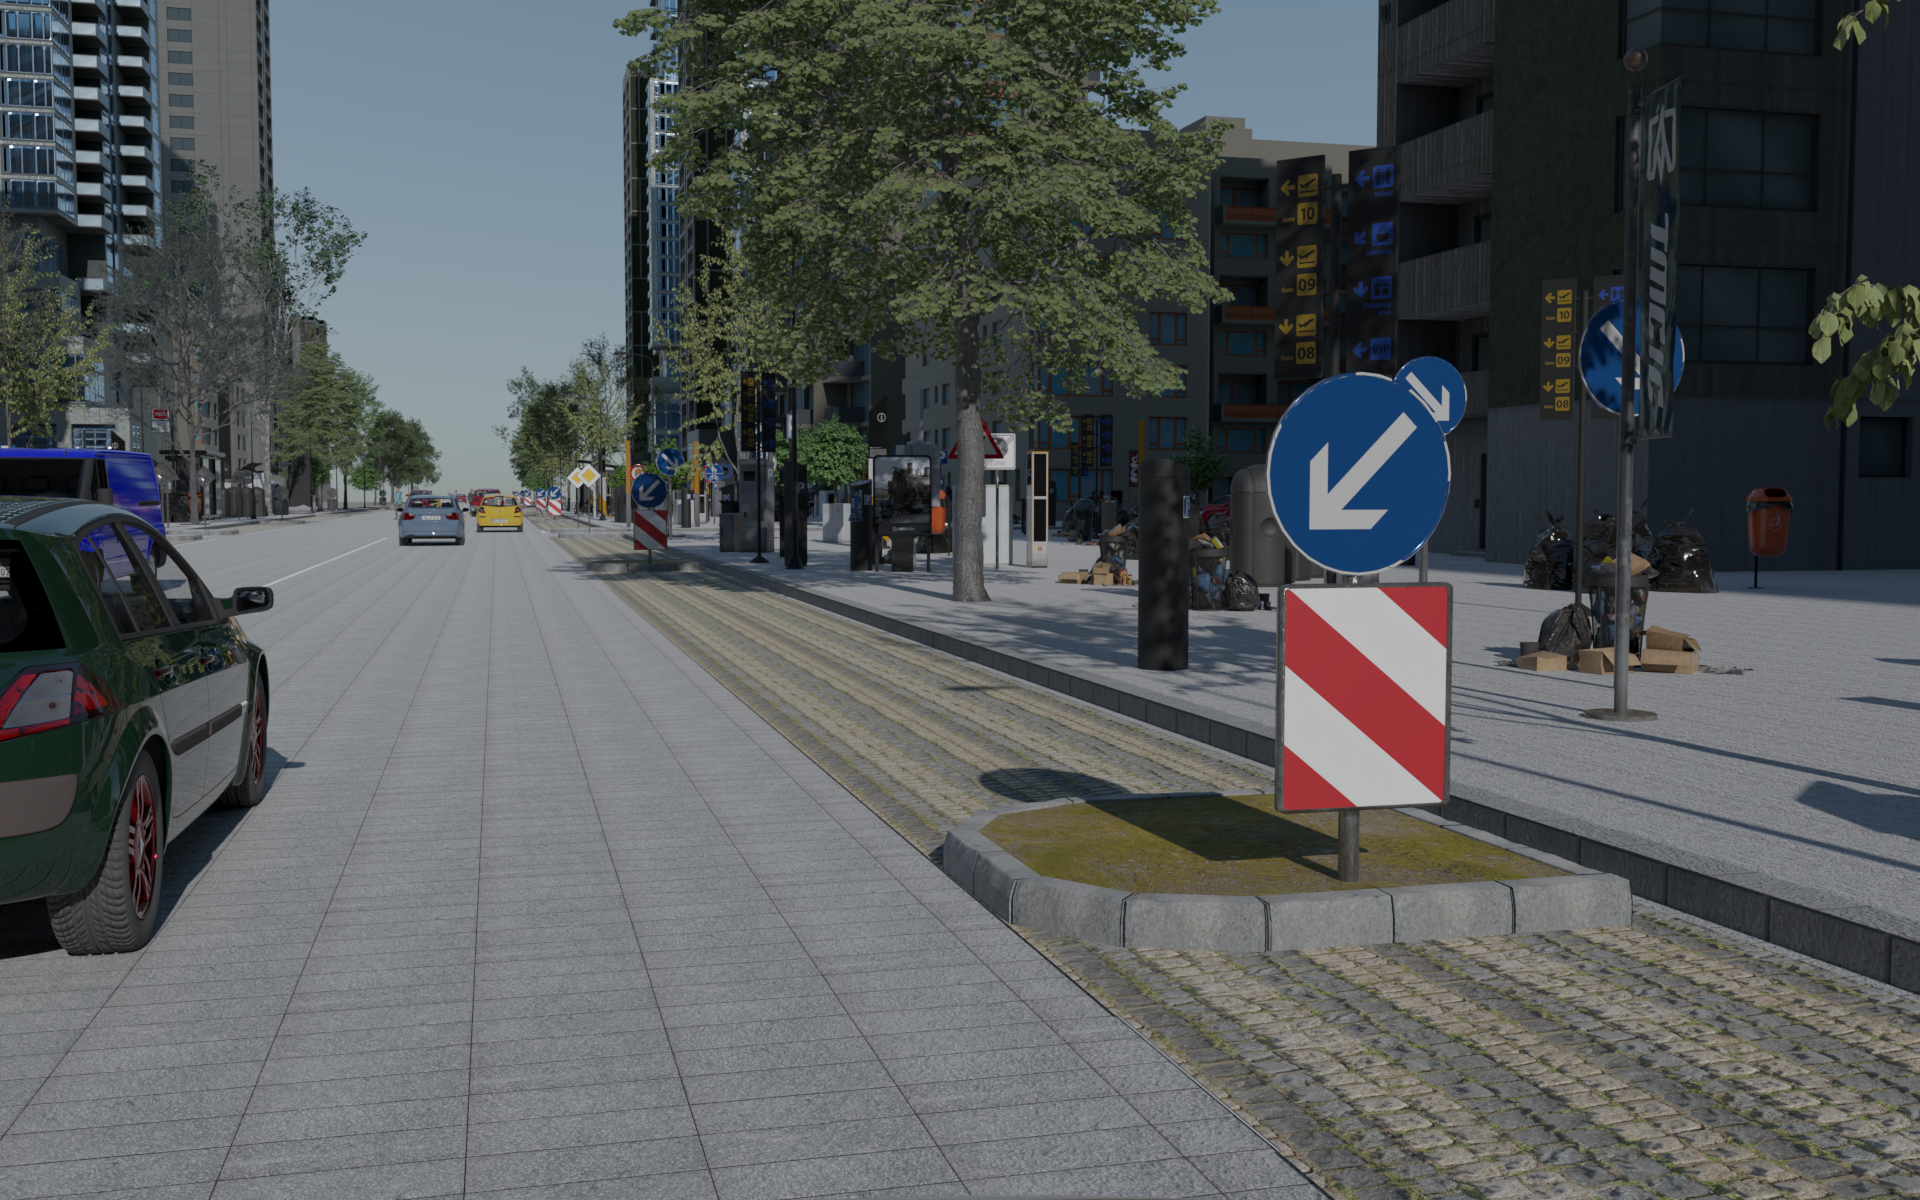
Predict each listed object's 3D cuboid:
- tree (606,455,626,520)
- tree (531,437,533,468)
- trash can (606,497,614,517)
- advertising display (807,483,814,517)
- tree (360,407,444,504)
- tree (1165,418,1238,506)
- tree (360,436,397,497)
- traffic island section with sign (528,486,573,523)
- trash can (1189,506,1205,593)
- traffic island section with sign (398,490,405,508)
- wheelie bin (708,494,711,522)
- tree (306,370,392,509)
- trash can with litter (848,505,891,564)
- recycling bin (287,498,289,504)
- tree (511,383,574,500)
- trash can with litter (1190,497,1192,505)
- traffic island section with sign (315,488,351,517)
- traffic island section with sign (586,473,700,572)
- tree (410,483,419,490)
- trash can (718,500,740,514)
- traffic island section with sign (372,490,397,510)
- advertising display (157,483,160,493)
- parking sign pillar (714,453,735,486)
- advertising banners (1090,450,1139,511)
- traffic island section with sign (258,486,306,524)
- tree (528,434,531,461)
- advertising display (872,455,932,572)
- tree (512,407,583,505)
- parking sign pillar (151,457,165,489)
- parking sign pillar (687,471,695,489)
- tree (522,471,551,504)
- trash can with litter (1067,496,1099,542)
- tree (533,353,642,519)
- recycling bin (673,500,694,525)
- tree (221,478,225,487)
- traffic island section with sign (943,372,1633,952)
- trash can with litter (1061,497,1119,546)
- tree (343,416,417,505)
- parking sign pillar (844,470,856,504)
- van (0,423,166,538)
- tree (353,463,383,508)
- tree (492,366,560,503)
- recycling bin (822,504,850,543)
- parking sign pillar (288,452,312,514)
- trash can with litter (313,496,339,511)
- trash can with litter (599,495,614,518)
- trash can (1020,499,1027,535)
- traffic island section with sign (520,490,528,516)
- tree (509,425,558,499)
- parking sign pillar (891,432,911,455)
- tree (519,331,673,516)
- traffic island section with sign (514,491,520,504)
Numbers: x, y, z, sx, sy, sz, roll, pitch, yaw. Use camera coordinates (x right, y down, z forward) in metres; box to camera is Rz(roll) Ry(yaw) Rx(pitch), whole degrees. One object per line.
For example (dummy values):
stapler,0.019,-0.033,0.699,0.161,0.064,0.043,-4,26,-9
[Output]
tree,-16.849,-5.603,86.212,1.663,3.219,1.824,0,3,0
tree,-32.973,-11.937,145.536,4.737,8.622,4.395,0,3,0
trash can,-19.393,-5.192,96.547,0.748,1.137,0.748,0,3,0
advertising display,-8.465,-5.485,94.890,0.974,1.923,0.123,-1,4,-12
tree,-74.609,-19.005,227.734,9.611,12.733,9.660,0,3,0
tree,5.952,-3.028,44.112,1.663,3.219,1.824,0,3,0
tree,-67.756,-15.367,201.620,4.360,8.622,3.978,0,3,0
traffic island section with sign,-20.167,-4.705,85.562,1.989,1.847,2.006,-1,4,-15
trash can,2.618,-0.584,21.207,0.748,1.137,0.748,0,3,0
traffic island section with sign,-59.539,-10.725,183.988,1.989,1.847,2.006,-1,4,-15
wheelie bin,-11.813,-4.382,79.558,0.693,1.594,0.980,0,4,-1
tree,-51.312,-13.385,144.603,9.928,11.665,9.643,0,3,0
trash can with litter,-1.478,-1.250,31.819,1.055,1.170,0.624,-2,4,-34
recycling bin,-43.042,-6.089,112.107,0.722,1.027,0.722,-3,5,-43
tree,-42.128,-15.854,177.337,7.486,12.596,7.792,0,3,0
trash can with litter,9.614,-3.799,73.495,0.624,1.170,1.055,-2,4,-25
traffic island section with sign,-39.610,-6.166,109.440,1.989,1.847,2.006,-1,4,-15
traffic island section with sign,-6.024,-1.471,32.674,1.989,1.847,2.006,-1,4,-15
tree,-88.660,-20.210,280.802,4.737,8.622,4.395,0,3,0
trash can,-5.103,-1.689,39.266,0.748,1.137,0.748,0,3,0
traffic island section with sign,-52.571,-9.133,157.945,1.989,1.847,2.006,-1,4,-15
advertising display,-40.099,-4.925,85.744,0.974,1.923,0.123,0,4,-2
parking sign pillar,-14.866,-7.391,109.307,1.447,3.967,1.447,-3,4,-36
advertising banners,6.219,-4.458,69.077,2.074,3.025,0.090,0,4,-3
traffic island section with sign,-32.638,-4.573,83.398,1.989,1.847,2.006,-1,4,-15
tree,-39.462,-13.257,167.107,4.737,8.622,4.395,0,3,0
advertising display,-0.945,-1.420,28.427,0.974,1.923,0.123,0,3,0
tree,-46.190,-16.452,194.742,9.928,11.665,9.643,0,3,0
parking sign pillar,-57.592,-8.327,124.619,1.447,3.967,1.447,2,4,27
parking sign pillar,-19.677,-8.515,127.690,1.447,3.967,1.447,1,4,16
tree,-56.463,-15.368,234.974,4.285,4.588,4.351,0,3,0
trash can with litter,3.292,-2.161,46.718,0.624,1.170,1.055,2,4,24
tree,-18.952,-8.584,90.704,4.737,8.622,4.395,0,3,0
recycling bin,-12.118,-3.878,75.967,0.722,1.027,0.722,1,4,11
tree,-48.901,-7.299,113.940,1.663,3.219,1.824,0,3,0
traffic island section with sign,1.006,0.138,6.371,1.989,1.847,2.006,-1,4,-15
trash can with litter,3.537,-1.983,43.480,1.678,1.210,2.233,-3,5,-44
tree,-65.429,-15.866,193.823,7.601,10.594,8.767,3,5,45
parking sign pillar,-5.114,-5.655,80.929,1.447,3.967,1.447,-1,4,-13
van,-11.981,-1.125,22.781,2.240,2.365,5.245,-1,4,-14
tree,-56.447,-11.051,164.390,4.285,4.588,4.351,0,3,0
tree,-62.188,-24.370,254.338,12.611,20.169,13.585,0,3,0
recycling bin,-3.169,-2.047,46.020,0.722,1.027,0.722,2,4,33
parking sign pillar,-42.228,-7.478,110.735,1.447,3.967,1.447,-1,4,-12
trash can with litter,-48.129,-7.341,131.079,2.233,1.210,1.678,0,4,-4
trash can with litter,-18.590,-5.140,95.103,2.233,1.210,1.678,0,4,2
trash can,2.244,-2.635,54.735,0.748,1.137,0.748,0,3,0
traffic island section with sign,-27.264,-6.330,112.125,1.989,1.847,2.006,-1,4,-15
tree,-67.660,-22.594,276.069,9.857,13.997,8.962,0,3,0
parking sign pillar,-2.554,-5.252,74.341,1.447,3.967,1.447,1,4,21
tree,-21.040,-10.111,99.735,8.767,10.594,7.601,-1,4,-19
traffic island section with sign,-40.168,-9.282,160.388,1.989,1.847,2.006,-1,4,-15
